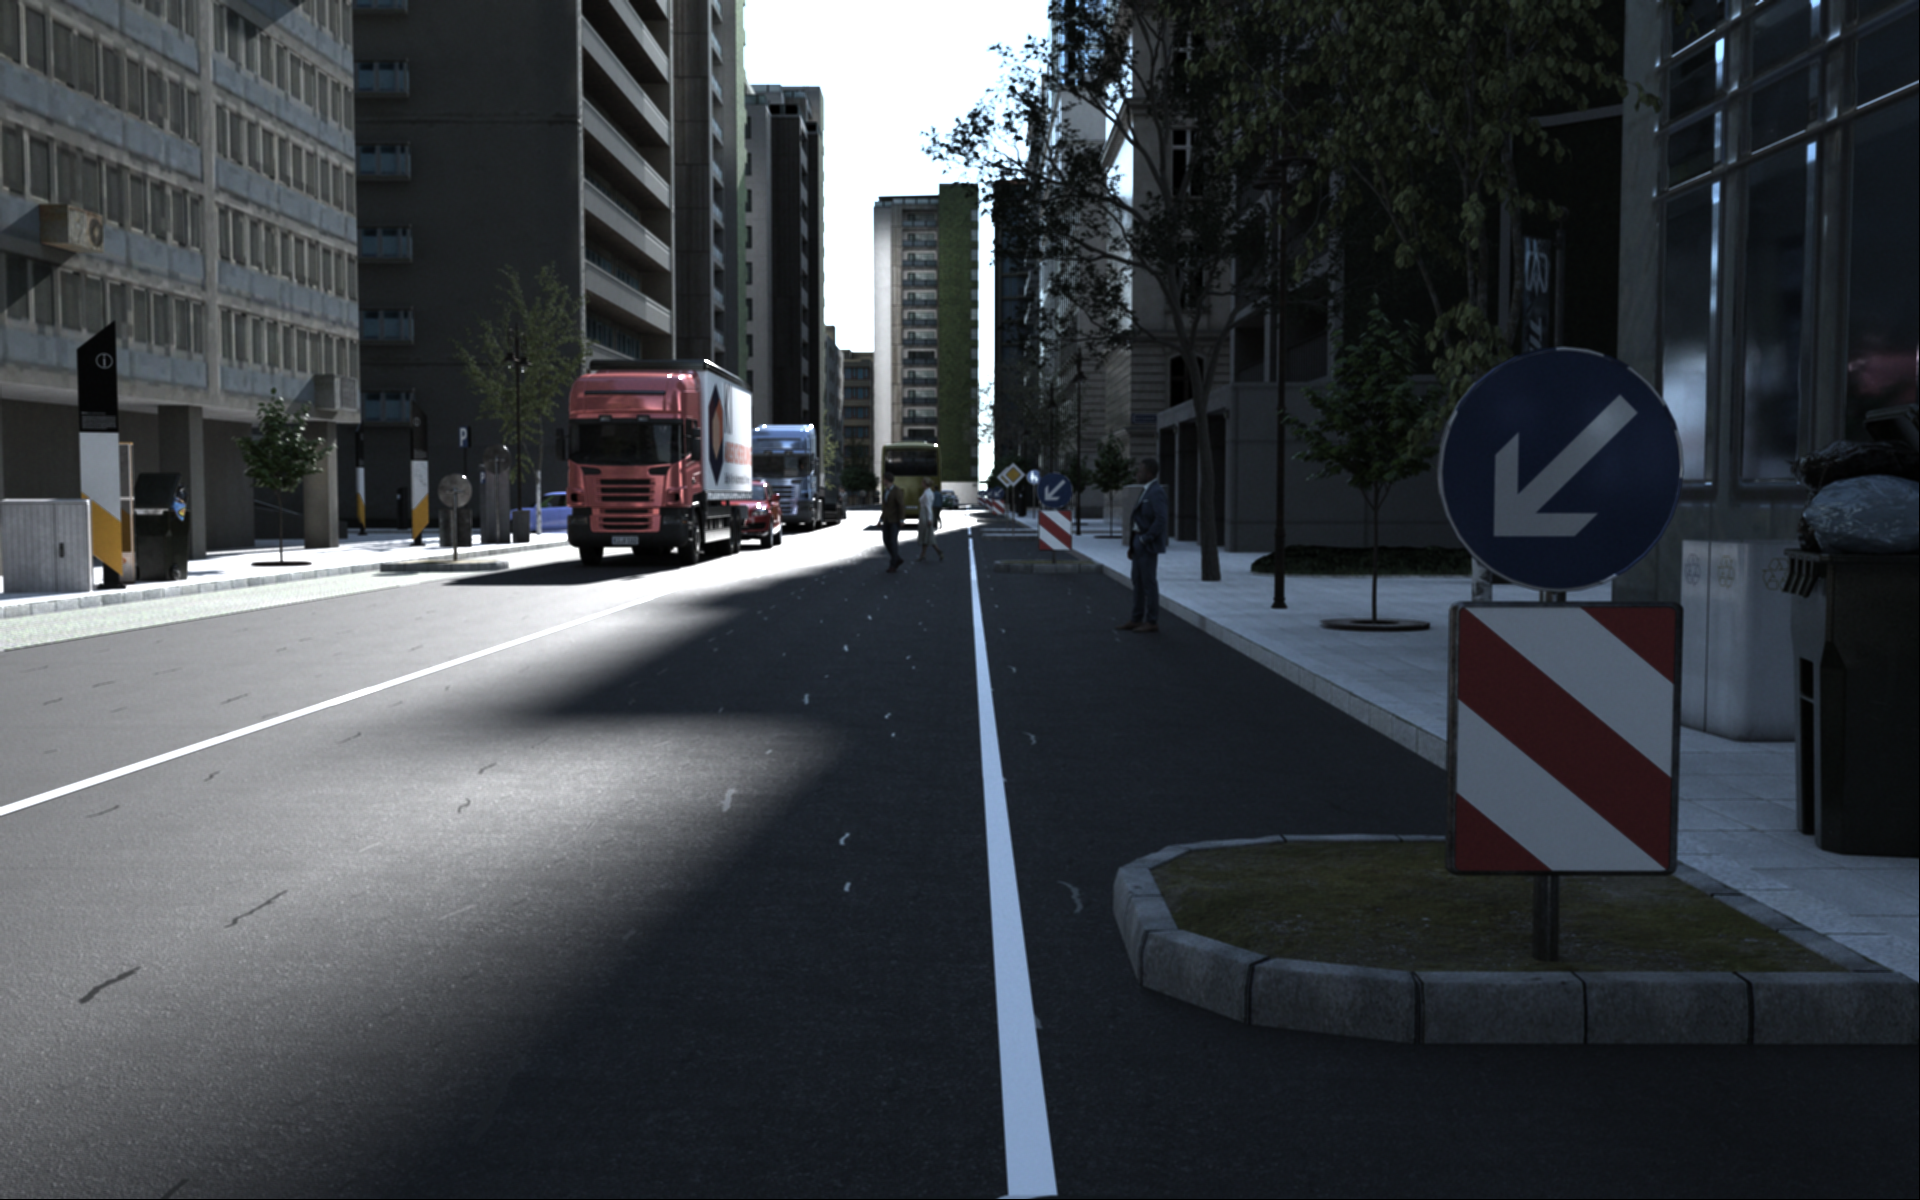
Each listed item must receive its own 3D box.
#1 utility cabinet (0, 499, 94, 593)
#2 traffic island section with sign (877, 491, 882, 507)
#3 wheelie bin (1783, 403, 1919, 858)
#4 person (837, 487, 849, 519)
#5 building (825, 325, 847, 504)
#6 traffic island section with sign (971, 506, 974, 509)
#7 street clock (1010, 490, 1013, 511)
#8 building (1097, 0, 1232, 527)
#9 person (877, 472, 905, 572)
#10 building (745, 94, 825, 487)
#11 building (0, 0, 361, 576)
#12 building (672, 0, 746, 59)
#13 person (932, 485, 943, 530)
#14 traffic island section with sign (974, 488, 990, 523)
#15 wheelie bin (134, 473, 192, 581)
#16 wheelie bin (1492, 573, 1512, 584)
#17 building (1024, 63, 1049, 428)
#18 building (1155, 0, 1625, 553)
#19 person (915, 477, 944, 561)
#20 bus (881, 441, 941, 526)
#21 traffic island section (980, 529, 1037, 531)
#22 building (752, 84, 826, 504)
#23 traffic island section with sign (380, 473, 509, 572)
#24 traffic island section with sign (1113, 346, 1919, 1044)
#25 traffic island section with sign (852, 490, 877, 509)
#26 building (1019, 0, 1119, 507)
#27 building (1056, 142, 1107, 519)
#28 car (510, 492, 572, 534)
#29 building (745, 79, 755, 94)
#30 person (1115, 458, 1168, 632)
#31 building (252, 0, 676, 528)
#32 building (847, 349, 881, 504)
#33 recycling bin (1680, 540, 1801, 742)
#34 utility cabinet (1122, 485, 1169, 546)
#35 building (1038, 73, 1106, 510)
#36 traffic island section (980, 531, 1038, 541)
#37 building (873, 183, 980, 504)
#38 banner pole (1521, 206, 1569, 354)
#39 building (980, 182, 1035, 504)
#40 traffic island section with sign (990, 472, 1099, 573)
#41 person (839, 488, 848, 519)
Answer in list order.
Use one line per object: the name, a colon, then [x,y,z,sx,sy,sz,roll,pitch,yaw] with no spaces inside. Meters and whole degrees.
utility cabinet: [-11.903,-0.699,22.597,1.020,1.237,0.306,-1,4,-16]
traffic island section with sign: [-9.084,-11.178,191.389,1.989,1.847,2.006,0,4,0]
wheelie bin: [3.381,0.099,6.293,0.693,1.594,0.980,1,4,14]
person: [-6.810,-5.578,99.483,0.659,1.850,0.755,2,4,29]
building: [-28.760,-21.652,199.046,28.899,21.520,27.650,0,4,0]
traffic island section with sign: [1.910,-6.540,115.557,1.989,1.847,2.006,0,4,0]
street clock: [3.926,-7.715,130.713,0.471,2.002,0.358,0,4,6]
building: [23.312,-15.340,69.889,34.723,24.649,14.460,0,4,0]
person: [-1.272,-1.449,32.099,0.656,1.842,0.836,1,4,19]
building: [-17.675,-21.835,128.711,14.160,30.474,14.107,0,4,0]
building: [-26.135,-20.966,34.671,23.993,40.220,32.217,0,4,0]
building: [-20.882,-25.831,105.933,14.154,41.232,14.086,0,4,0]
person: [-0.897,-3.680,69.016,0.601,1.785,0.444,-2,4,-34]
traffic island section with sign: [1.817,-4.837,87.719,1.989,1.847,2.006,0,4,0]
wheelie bin: [-11.892,-1.090,25.736,0.980,1.594,0.693,0,4,5]
wheelie bin: [7.742,-1.040,24.911,0.693,1.594,0.980,0,4,7]
building: [18.681,-35.239,195.773,23.786,49.044,30.456,0,4,0]
building: [16.138,-36.823,40.316,20.563,71.187,20.611,0,4,0]
person: [-0.644,-1.727,36.958,0.641,1.798,0.478,1,4,23]
bus: [-2.219,-5.381,79.528,2.896,3.916,12.252,0,4,-1]
traffic island section: [1.725,-2.460,62.509,2.009,0.180,2.903,0,4,0]
building: [-20.669,-29.664,168.593,14.154,41.232,14.086,0,4,0]
traffic island section with sign: [-9.639,-1.471,32.672,1.989,1.847,2.006,0,4,0]
traffic island section with sign: [1.518,0.194,5.456,1.989,1.847,2.006,0,4,0]
traffic island section with sign: [-9.185,-9.529,164.434,1.989,1.847,2.006,0,4,0]
building: [17.182,-52.034,163.428,22.319,86.520,31.000,0,4,0]
building: [10.710,-15.216,97.933,9.793,20.994,18.267,0,4,0]
car: [-13.760,-3.026,59.060,3.694,1.707,1.945,0,3,0]
building: [-29.925,-27.972,149.223,32.217,40.220,23.993,0,4,0]
person: [1.943,-0.573,18.044,0.419,1.800,0.721,-1,4,-17]
building: [-24.652,-27.516,73.594,21.300,48.544,21.600,0,4,0]
building: [-25.881,-23.911,235.979,28.899,21.520,27.650,0,4,0]
recycling bin: [4.363,0.199,9.294,0.722,1.027,0.722,0,4,-3]
utility cabinet: [4.525,-2.059,42.342,1.173,1.500,0.318,3,5,40]
building: [11.658,-21.094,122.376,11.434,29.767,29.804,0,4,0]
traffic island section: [1.698,-1.972,54.524,2.009,0.180,2.903,0,4,0]
building: [-4.407,-33.418,229.976,14.086,41.232,14.154,0,4,0]
banner pole: [5.062,-1.530,15.030,0.863,3.779,0.401,-3,5,-42]
building: [17.083,-35.381,233.101,28.867,44.769,22.147,0,4,0]
traffic island section with sign: [1.627,-1.455,32.411,1.989,1.847,2.006,0,4,0]
person: [-6.643,-5.464,98.044,0.583,1.804,0.606,-2,4,-33]
